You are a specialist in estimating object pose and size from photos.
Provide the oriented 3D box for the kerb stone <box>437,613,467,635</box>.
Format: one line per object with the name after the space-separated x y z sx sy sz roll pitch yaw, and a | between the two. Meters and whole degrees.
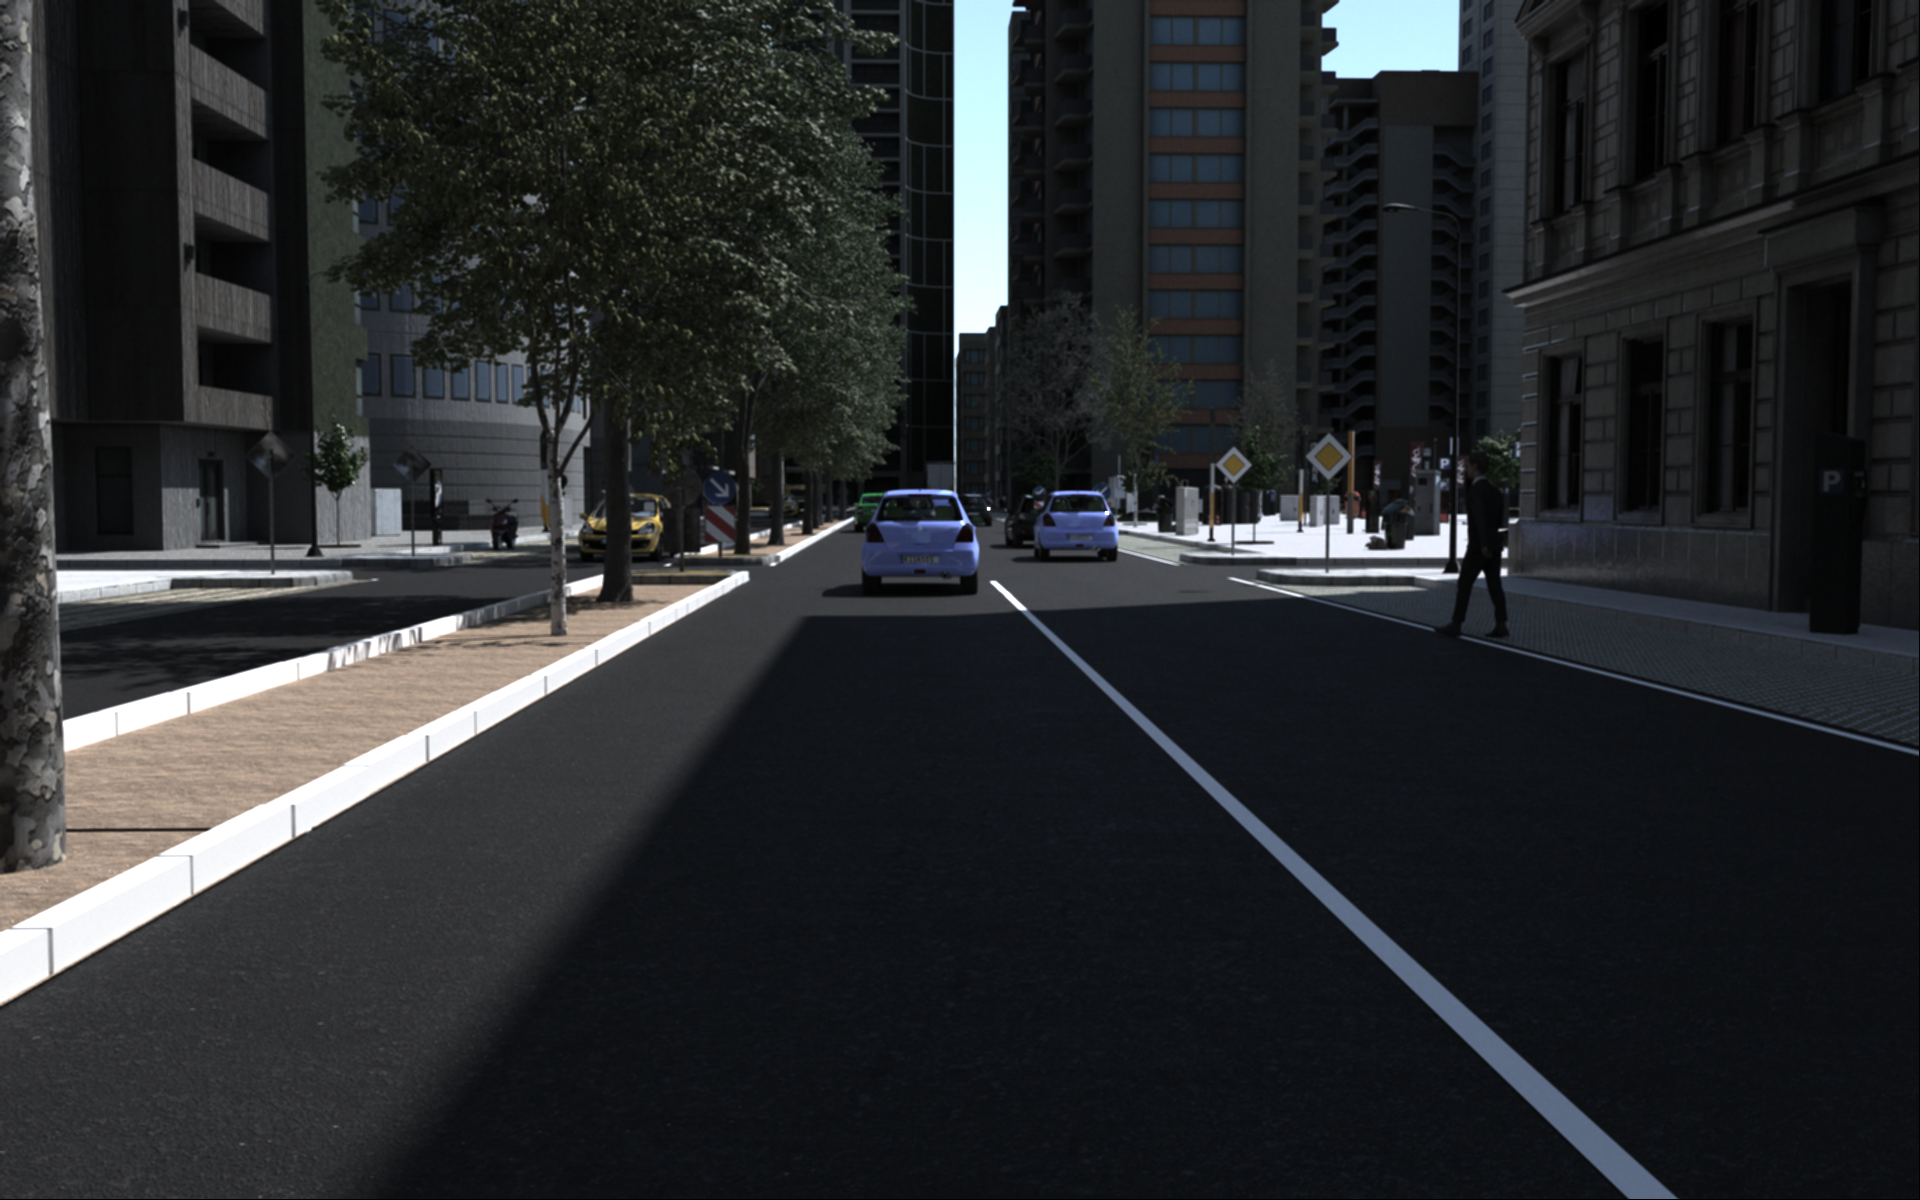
-5.295 0.265 17.870 0.120 0.150 1.000 0 4 -2 | kerb stone

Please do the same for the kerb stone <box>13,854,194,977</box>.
-2.768 1.015 5.634 0.120 0.150 1.000 0 4 -2 | kerb stone

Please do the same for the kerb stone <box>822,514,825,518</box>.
-8.500 -5.345 109.582 0.120 0.150 1.000 0 4 -2 | kerb stone

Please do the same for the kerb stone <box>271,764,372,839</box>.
-2.836 0.892 7.685 0.120 0.150 1.000 0 4 -2 | kerb stone

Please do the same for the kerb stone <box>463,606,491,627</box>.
-5.327 0.202 18.892 0.120 0.150 1.000 0 4 -2 | kerb stone

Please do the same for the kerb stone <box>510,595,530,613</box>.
-5.403 0.076 20.953 0.120 0.150 1.000 0 4 -2 | kerb stone

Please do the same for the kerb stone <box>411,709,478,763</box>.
-2.908 0.763 9.727 0.120 0.150 1.000 0 4 -2 | kerb stone

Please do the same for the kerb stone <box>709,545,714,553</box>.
-6.133 -1.206 41.966 0.120 0.150 1.000 0 4 -2 | kerb stone

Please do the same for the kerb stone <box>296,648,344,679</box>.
-5.148 0.520 13.783 0.120 0.150 1.000 0 4 -2 | kerb stone

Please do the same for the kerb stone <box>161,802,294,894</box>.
-2.806 0.950 6.657 0.120 0.150 1.000 0 4 -2 | kerb stone

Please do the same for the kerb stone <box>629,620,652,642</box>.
-3.168 0.331 16.913 0.120 0.150 1.000 0 4 -2 | kerb stone

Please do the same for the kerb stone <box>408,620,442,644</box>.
-5.258 0.328 16.849 0.120 0.150 1.000 0 4 -2 | kerb stone

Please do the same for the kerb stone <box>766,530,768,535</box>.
-6.749 -2.273 59.358 0.120 0.150 1.000 0 4 -2 | kerb stone

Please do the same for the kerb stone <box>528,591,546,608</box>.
-5.443 0.014 21.974 0.120 0.150 1.000 0 4 -2 | kerb stone

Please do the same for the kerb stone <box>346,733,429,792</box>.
-2.881 0.825 8.706 0.120 0.150 1.000 0 4 -2 | kerb stone

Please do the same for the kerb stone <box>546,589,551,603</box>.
-5.462 -0.046 22.997 0.120 0.150 1.000 0 4 -2 | kerb stone

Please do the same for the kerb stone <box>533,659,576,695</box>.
-3.014 0.580 12.800 0.120 0.150 1.000 0 4 -2 | kerb stone

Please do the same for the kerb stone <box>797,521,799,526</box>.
-7.354 -3.338 76.770 0.120 0.150 1.000 0 4 -2 | kerb stone

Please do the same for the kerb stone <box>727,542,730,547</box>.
-6.286 -1.455 46.052 0.120 0.150 1.000 0 4 -2 | kerb stone

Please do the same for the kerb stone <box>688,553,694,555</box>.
-5.996 -0.948 37.867 0.120 0.150 1.000 0 4 -2 | kerb stone

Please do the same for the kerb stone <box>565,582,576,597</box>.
-5.510 -0.110 24.022 0.120 0.150 1.000 0 4 -2 | kerb stone

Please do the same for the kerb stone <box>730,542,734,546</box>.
-6.308 -1.517 47.080 0.120 0.150 1.000 0 4 -2 | kerb stone

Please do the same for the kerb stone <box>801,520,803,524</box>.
-7.459 -3.526 79.838 0.120 0.150 1.000 0 4 -2 | kerb stone

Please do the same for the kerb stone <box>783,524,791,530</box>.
-7.175 -3.024 71.644 0.120 0.150 1.000 0 4 -2 | kerb stone

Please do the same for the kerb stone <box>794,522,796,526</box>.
-7.286 -3.212 74.709 0.120 0.150 1.000 0 4 -2 | kerb stone

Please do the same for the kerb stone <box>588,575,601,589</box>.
-5.585 -0.237 26.077 0.120 0.150 1.000 0 4 -2 | kerb stone

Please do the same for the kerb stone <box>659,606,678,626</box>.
-3.238 0.200 18.980 0.120 0.150 1.000 0 4 -2 | kerb stone

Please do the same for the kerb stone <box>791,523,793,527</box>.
-7.212 -3.087 72.665 0.120 0.150 1.000 0 4 -2 | kerb stone

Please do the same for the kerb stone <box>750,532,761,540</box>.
-6.637 -2.077 56.276 0.120 0.150 1.000 0 4 -2 | kerb stone

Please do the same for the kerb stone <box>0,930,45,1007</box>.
-2.734 1.078 4.613 0.120 0.150 1.000 0 4 -2 | kerb stone

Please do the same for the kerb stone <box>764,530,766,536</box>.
-6.713 -2.205 58.330 0.120 0.150 1.000 0 4 -2 | kerb stone

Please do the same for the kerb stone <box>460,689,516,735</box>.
-2.942 0.700 10.752 0.120 0.150 1.000 0 4 -2 | kerb stone

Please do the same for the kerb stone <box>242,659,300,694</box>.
-5.114 0.578 12.754 0.120 0.150 1.000 0 4 -2 | kerb stone

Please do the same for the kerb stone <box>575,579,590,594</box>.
-5.547 -0.175 25.056 0.120 0.150 1.000 0 4 -2 | kerb stone

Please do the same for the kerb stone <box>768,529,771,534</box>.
-6.781 -2.336 60.388 0.120 0.150 1.000 0 4 -2 | kerb stone

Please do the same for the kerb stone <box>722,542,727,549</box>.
-6.241 -1.393 45.031 0.120 0.150 1.000 0 4 -2 | kerb stone

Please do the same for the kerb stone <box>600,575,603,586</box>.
-5.617 -0.300 27.101 0.120 0.150 1.000 0 4 -2 | kerb stone

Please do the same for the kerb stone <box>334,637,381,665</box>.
-5.187 0.452 14.804 0.120 0.150 1.000 0 4 -2 | kerb stone

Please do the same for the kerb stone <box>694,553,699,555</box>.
-6.029 -1.017 38.898 0.120 0.150 1.000 0 4 -2 | kerb stone

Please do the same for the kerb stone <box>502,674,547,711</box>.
-2.986 0.644 11.778 0.120 0.150 1.000 0 4 -2 | kerb stone

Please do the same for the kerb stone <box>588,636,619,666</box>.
-3.085 0.451 14.857 0.120 0.150 1.000 0 4 -2 | kerb stone

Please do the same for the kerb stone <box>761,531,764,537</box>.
-6.680 -2.147 57.302 0.120 0.150 1.000 0 4 -2 | kerb stone

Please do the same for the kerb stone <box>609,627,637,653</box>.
-3.127 0.386 15.887 0.120 0.150 1.000 0 4 -2 | kerb stone

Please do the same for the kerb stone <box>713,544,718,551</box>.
-6.173 -1.272 42.987 0.120 0.150 1.000 0 4 -2 | kerb stone

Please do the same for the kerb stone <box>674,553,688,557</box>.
-5.964 -0.895 36.834 0.120 0.150 1.000 0 4 -2 | kerb stone

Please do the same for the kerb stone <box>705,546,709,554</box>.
-6.102 -1.147 40.942 0.120 0.150 1.000 0 4 -2 | kerb stone

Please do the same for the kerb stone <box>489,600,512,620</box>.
-5.360 0.139 19.918 0.120 0.150 1.000 0 4 -2 | kerb stone

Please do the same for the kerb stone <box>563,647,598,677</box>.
-3.056 0.518 13.828 0.120 0.150 1.000 0 4 -2 | kerb stone

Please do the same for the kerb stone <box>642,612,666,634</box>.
-3.199 0.260 17.945 0.120 0.150 1.000 0 4 -2 | kerb stone

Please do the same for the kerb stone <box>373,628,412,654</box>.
-5.229 0.390 15.827 0.120 0.150 1.000 0 4 -2 | kerb stone

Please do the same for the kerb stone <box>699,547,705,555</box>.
-6.065 -1.084 39.920 0.120 0.150 1.000 0 4 -2 | kerb stone
